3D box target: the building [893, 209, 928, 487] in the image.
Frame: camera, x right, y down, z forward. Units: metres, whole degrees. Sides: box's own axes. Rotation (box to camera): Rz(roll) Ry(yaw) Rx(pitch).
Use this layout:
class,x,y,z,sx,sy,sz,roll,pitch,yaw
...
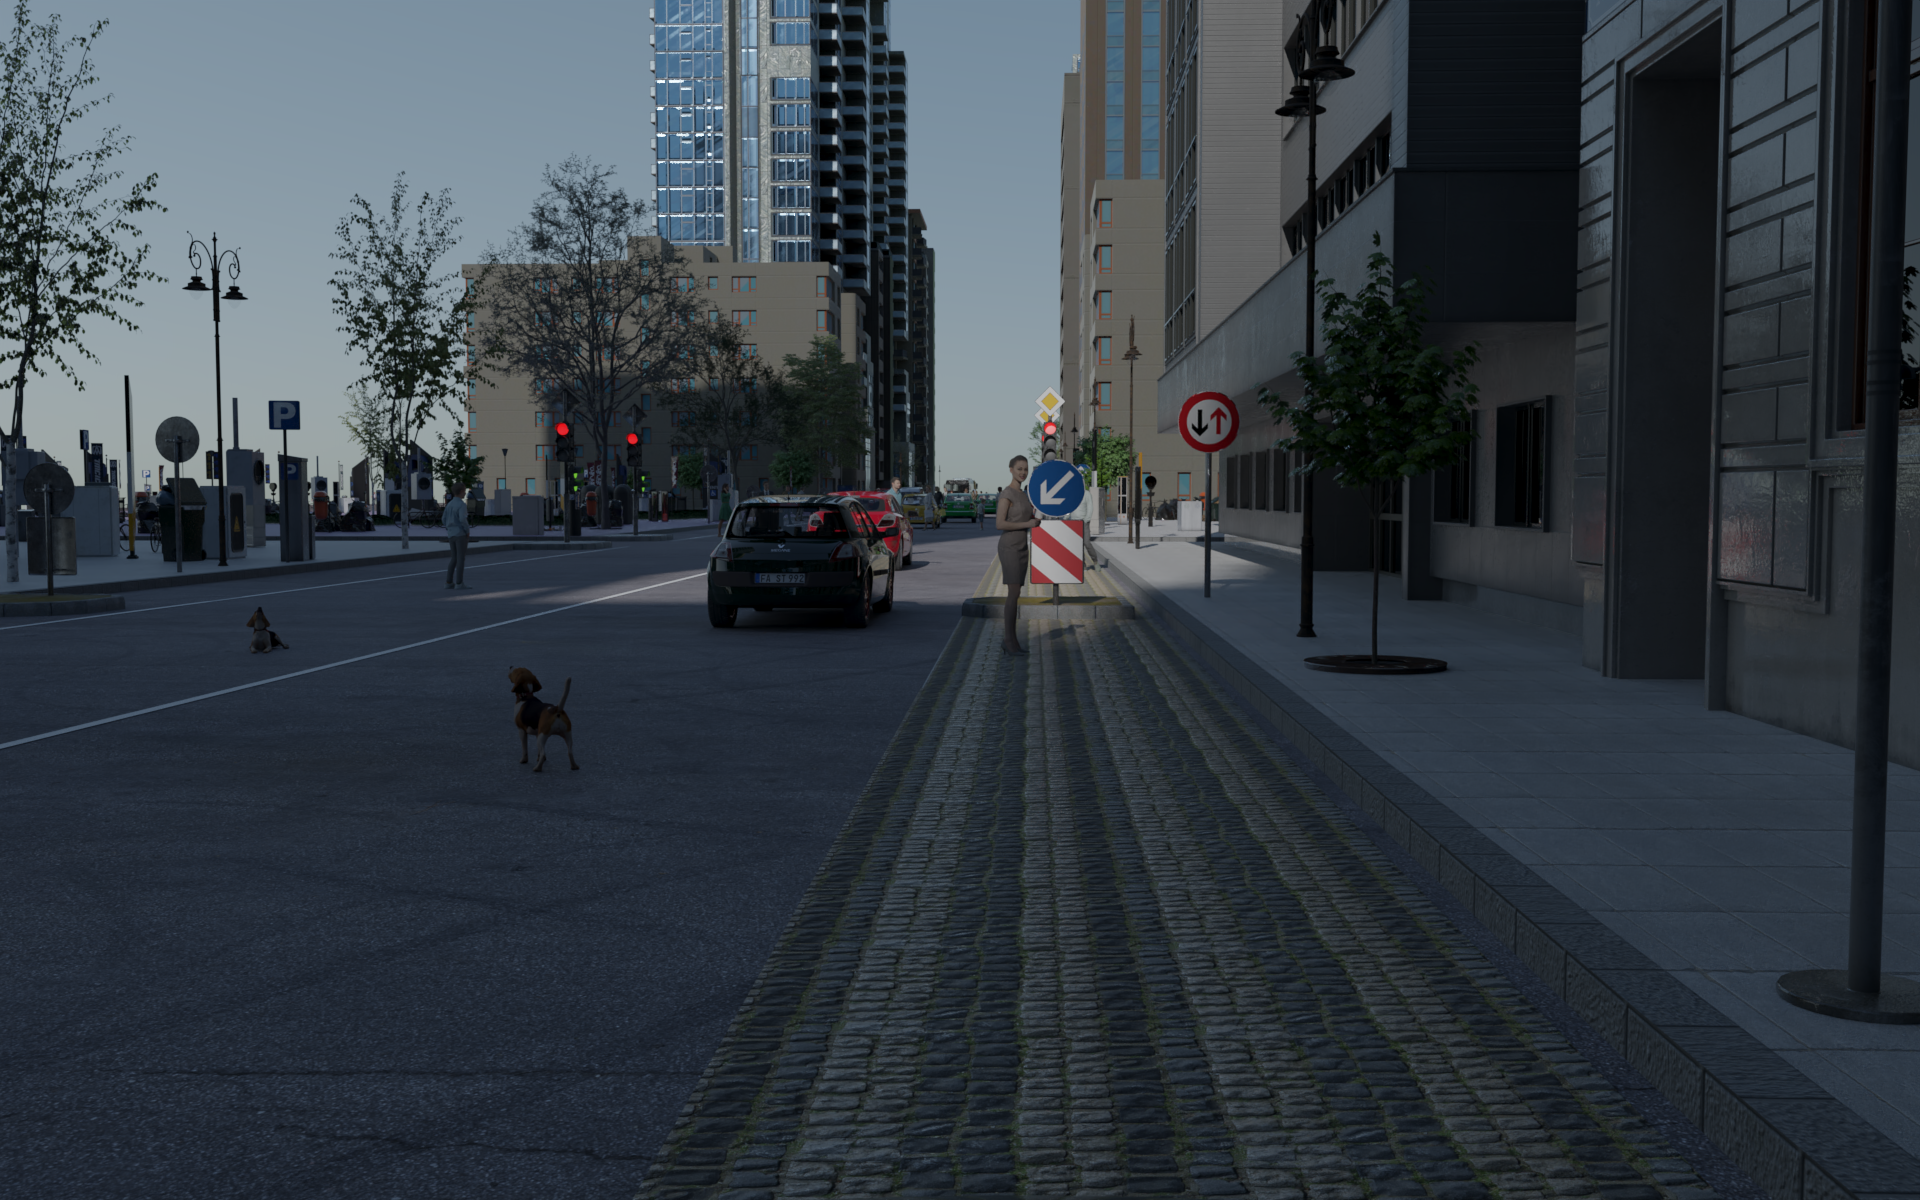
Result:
class,x,y,z,sx,sy,sz,roll,pitch,yaw
building,-16.295,-36.940,258.596,22.147,44.769,28.867,0,4,2

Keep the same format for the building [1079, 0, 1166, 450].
class,x,y,z,sx,sy,sz,roll,pitch,yaw
building,17.400,-30.524,149.177,14.600,45.320,14.200,0,4,2

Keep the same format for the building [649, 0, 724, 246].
class,x,y,z,sx,sy,sz,roll,pitch,yaw
building,-19.252,-52.583,172.401,22.319,86.520,31.000,0,4,2

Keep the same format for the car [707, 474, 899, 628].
class,x,y,z,sx,sy,sz,roll,pitch,yaw
car,-1.750,-0.622,19.953,2.009,1.686,4.222,0,4,3

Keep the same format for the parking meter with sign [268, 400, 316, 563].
class,x,y,z,sx,sy,sz,roll,pitch,yaw
parking meter with sign,-12.725,-2.255,33.130,0.543,3.016,1.738,-1,4,-10

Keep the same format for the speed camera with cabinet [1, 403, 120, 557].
class,x,y,z,sx,sy,sz,roll,pitch,yaw
speed camera with cabinet,-18.352,-2.509,35.356,2.038,3.252,0.660,-1,4,-12

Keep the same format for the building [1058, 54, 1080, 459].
class,x,y,z,sx,sy,sz,roll,pitch,yaw
building,24.834,-57.078,245.900,22.319,86.520,31.000,0,4,2

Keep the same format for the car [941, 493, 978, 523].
class,x,y,z,sx,sy,sz,roll,pitch,yaw
car,-0.058,-4.796,87.219,1.959,1.807,4.718,0,4,0

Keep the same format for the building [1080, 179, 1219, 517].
class,x,y,z,sx,sy,sz,roll,pitch,yaw
building,21.853,-16.170,109.420,27.650,21.520,28.899,0,4,2

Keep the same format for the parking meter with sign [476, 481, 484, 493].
class,x,y,z,sx,sy,sz,roll,pitch,yaw
parking meter with sign,-28.456,-6.482,102.247,0.543,3.016,1.738,-3,5,-41

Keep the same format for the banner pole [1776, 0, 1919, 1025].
class,x,y,z,sx,sy,sz,roll,pitch,yaw
banner pole,2.511,-0.874,4.311,0.863,3.779,0.401,-1,4,-12

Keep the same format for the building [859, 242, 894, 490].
class,x,y,z,sx,sy,sz,roll,pitch,yaw
building,-15.066,-25.980,196.472,14.160,30.474,14.107,0,4,2

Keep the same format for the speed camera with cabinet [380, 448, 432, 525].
class,x,y,z,sx,sy,sz,roll,pitch,yaw
speed camera with cabinet,-23.465,-4.834,73.367,2.038,3.252,0.660,-3,5,-42

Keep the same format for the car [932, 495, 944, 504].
class,x,y,z,sx,sy,sz,roll,pitch,yaw
car,-2.437,-9.542,168.586,1.945,1.354,3.894,0,4,3

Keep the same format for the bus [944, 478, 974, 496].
class,x,y,z,sx,sy,sz,roll,pitch,yaw
bus,-0.020,-12.057,191.984,2.948,3.499,13.247,0,4,3

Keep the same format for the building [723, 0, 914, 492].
class,x,y,z,sx,sy,sz,roll,pitch,yaw
building,-16.853,-55.949,227.442,22.319,86.520,31.000,0,4,2

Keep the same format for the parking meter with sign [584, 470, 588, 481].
class,x,y,z,sx,sy,sz,roll,pitch,yaw
parking meter with sign,-25.961,-7.800,123.789,1.738,3.016,0.543,-3,5,-43

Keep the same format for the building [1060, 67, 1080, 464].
class,x,y,z,sx,sy,sz,roll,pitch,yaw
building,21.917,-34.720,191.371,21.300,48.544,21.600,0,4,2

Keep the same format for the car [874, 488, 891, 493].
class,x,y,z,sx,sy,sz,roll,pitch,yaw
car,-4.892,-6.476,114.560,2.281,1.827,5.304,0,4,4

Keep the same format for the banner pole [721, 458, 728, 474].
class,x,y,z,sx,sy,sz,roll,pitch,yaw
banner pole,-14.428,-7.033,105.009,0.863,3.779,0.401,0,4,7

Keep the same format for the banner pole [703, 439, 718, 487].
class,x,y,z,sx,sy,sz,roll,pitch,yaw
banner pole,-11.453,-5.406,78.405,0.401,3.779,0.863,1,4,13

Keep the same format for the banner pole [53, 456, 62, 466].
class,x,y,z,sx,sy,sz,roll,pitch,yaw
banner pole,-59.706,-7.621,114.612,0.863,3.779,0.401,1,4,22

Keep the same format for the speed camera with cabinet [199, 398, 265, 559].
class,x,y,z,sx,sy,sz,roll,pitch,yaw
speed camera with cabinet,-14.651,-2.481,34.898,0.660,3.252,2.038,0,4,-1

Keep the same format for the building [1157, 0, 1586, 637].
class,x,y,z,sx,sy,sz,roll,pitch,yaw
building,11.480,-12.807,28.464,14.314,24.678,30.058,0,4,2

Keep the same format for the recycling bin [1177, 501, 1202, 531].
class,x,y,z,sx,sy,sz,roll,pitch,yaw
recycling bin,7.978,-2.912,60.162,0.722,1.027,0.722,0,4,-5

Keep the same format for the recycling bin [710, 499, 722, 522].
class,x,y,z,sx,sy,sz,roll,pitch,yaw
recycling bin,-11.342,-4.209,81.369,0.722,1.027,0.722,-1,4,-19

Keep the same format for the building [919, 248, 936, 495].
class,x,y,z,sx,sy,sz,roll,pitch,yaw
building,-11.381,-36.475,279.959,14.154,41.232,14.086,0,4,2

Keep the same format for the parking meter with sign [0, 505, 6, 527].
class,x,y,z,sx,sy,sz,roll,pitch,yaw
parking meter with sign,-37.918,-4.353,67.427,0.543,3.016,1.738,1,4,9

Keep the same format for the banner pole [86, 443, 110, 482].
class,x,y,z,sx,sy,sz,roll,pitch,yaw
banner pole,-37.234,-5.164,74.447,0.863,3.779,0.401,-3,4,-38

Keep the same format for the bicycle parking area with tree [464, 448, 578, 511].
class,x,y,z,sx,sy,sz,roll,pitch,yaw
bicycle parking area with tree,-26.299,-7.399,107.978,8.231,4.147,9.016,2,4,35

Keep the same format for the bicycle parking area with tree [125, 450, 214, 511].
class,x,y,z,sx,sy,sz,roll,pitch,yaw
bicycle parking area with tree,-50.605,-7.847,115.304,9.016,4.147,8.231,-2,4,-30

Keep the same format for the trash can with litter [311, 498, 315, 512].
class,x,y,z,sx,sy,sz,roll,pitch,yaw
trash can with litter,-41.995,-6.210,112.916,0.624,1.170,1.055,-2,4,-23

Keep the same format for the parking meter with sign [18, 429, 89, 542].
class,x,y,z,sx,sy,sz,roll,pitch,yaw
parking meter with sign,-24.490,-3.088,46.750,1.738,3.016,0.543,-1,4,-11

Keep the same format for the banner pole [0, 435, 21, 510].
class,x,y,z,sx,sy,sz,roll,pitch,yaw
banner pole,-35.175,-4.543,64.296,0.863,3.779,0.401,0,4,-5

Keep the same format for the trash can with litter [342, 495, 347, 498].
class,x,y,z,sx,sy,sz,roll,pitch,yaw
trash can with litter,-44.855,-7.076,126.755,2.233,1.210,1.678,2,4,30

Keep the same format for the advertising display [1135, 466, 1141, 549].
class,x,y,z,sx,sy,sz,roll,pitch,yaw
advertising display,4.177,-2.171,40.709,0.123,1.923,0.974,0,4,4

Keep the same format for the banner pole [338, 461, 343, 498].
class,x,y,z,sx,sy,sz,roll,pitch,yaw
banner pole,-46.289,-8.530,129.484,0.863,3.779,0.401,3,5,44

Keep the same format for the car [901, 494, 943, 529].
class,x,y,z,sx,sy,sz,roll,pitch,yaw
car,-1.725,-3.829,72.822,2.015,1.641,3.980,0,4,2

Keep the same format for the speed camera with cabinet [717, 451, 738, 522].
class,x,y,z,sx,sy,sz,roll,pitch,yaw
speed camera with cabinet,-10.657,-5.211,79.528,0.660,3.252,2.038,0,4,4

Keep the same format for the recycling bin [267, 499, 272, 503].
class,x,y,z,sx,sy,sz,roll,pitch,yaw
recycling bin,-38.710,-5.120,96.259,0.722,1.027,0.722,-3,4,-36

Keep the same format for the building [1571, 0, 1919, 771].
class,x,y,z,sx,sy,sz,roll,pitch,yaw
building,9.193,-10.162,2.311,11.583,22.565,21.152,0,4,2

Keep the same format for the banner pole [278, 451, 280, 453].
class,x,y,z,sx,sy,sz,roll,pitch,yaw
banner pole,-39.337,-6.772,100.745,0.863,3.779,0.401,-2,4,-31

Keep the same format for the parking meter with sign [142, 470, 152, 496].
class,x,y,z,sx,sy,sz,roll,pitch,yaw
parking meter with sign,-59.426,-7.985,126.810,0.543,3.016,1.738,-1,4,-18

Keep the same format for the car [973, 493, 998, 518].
class,x,y,z,sx,sy,sz,roll,pitch,yaw
car,1.702,-5.864,104.673,1.959,1.807,4.718,0,4,1

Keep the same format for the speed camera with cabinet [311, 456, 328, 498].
class,x,y,z,sx,sy,sz,roll,pitch,yaw
speed camera with cabinet,-33.625,-5.795,89.076,2.038,3.252,0.660,-3,5,-42

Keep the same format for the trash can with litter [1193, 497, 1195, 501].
class,x,y,z,sx,sy,sz,roll,pitch,yaw
trash can with litter,11.461,-4.300,81.698,1.055,1.170,0.624,0,4,-3

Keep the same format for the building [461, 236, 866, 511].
class,x,y,z,sx,sy,sz,roll,pitch,yaw
building,-22.992,-18.298,144.205,27.650,21.520,28.899,0,4,2

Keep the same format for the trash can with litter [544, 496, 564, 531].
class,x,y,z,sx,sy,sz,roll,pitch,yaw
trash can with litter,-14.304,-3.044,60.830,1.678,1.210,2.233,-1,4,-16

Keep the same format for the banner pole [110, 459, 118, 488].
class,x,y,z,sx,sy,sz,roll,pitch,yaw
banner pole,-53.836,-7.329,109.846,0.863,3.779,0.401,-3,4,-39

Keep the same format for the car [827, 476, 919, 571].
class,x,y,z,sx,sy,sz,roll,pitch,yaw
car,-1.912,-1.512,33.755,2.155,1.783,4.494,0,4,2

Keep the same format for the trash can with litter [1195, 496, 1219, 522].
class,x,y,z,sx,sy,sz,roll,pitch,yaw
trash can with litter,11.679,-4.233,80.604,1.055,1.170,0.624,-2,4,-24
